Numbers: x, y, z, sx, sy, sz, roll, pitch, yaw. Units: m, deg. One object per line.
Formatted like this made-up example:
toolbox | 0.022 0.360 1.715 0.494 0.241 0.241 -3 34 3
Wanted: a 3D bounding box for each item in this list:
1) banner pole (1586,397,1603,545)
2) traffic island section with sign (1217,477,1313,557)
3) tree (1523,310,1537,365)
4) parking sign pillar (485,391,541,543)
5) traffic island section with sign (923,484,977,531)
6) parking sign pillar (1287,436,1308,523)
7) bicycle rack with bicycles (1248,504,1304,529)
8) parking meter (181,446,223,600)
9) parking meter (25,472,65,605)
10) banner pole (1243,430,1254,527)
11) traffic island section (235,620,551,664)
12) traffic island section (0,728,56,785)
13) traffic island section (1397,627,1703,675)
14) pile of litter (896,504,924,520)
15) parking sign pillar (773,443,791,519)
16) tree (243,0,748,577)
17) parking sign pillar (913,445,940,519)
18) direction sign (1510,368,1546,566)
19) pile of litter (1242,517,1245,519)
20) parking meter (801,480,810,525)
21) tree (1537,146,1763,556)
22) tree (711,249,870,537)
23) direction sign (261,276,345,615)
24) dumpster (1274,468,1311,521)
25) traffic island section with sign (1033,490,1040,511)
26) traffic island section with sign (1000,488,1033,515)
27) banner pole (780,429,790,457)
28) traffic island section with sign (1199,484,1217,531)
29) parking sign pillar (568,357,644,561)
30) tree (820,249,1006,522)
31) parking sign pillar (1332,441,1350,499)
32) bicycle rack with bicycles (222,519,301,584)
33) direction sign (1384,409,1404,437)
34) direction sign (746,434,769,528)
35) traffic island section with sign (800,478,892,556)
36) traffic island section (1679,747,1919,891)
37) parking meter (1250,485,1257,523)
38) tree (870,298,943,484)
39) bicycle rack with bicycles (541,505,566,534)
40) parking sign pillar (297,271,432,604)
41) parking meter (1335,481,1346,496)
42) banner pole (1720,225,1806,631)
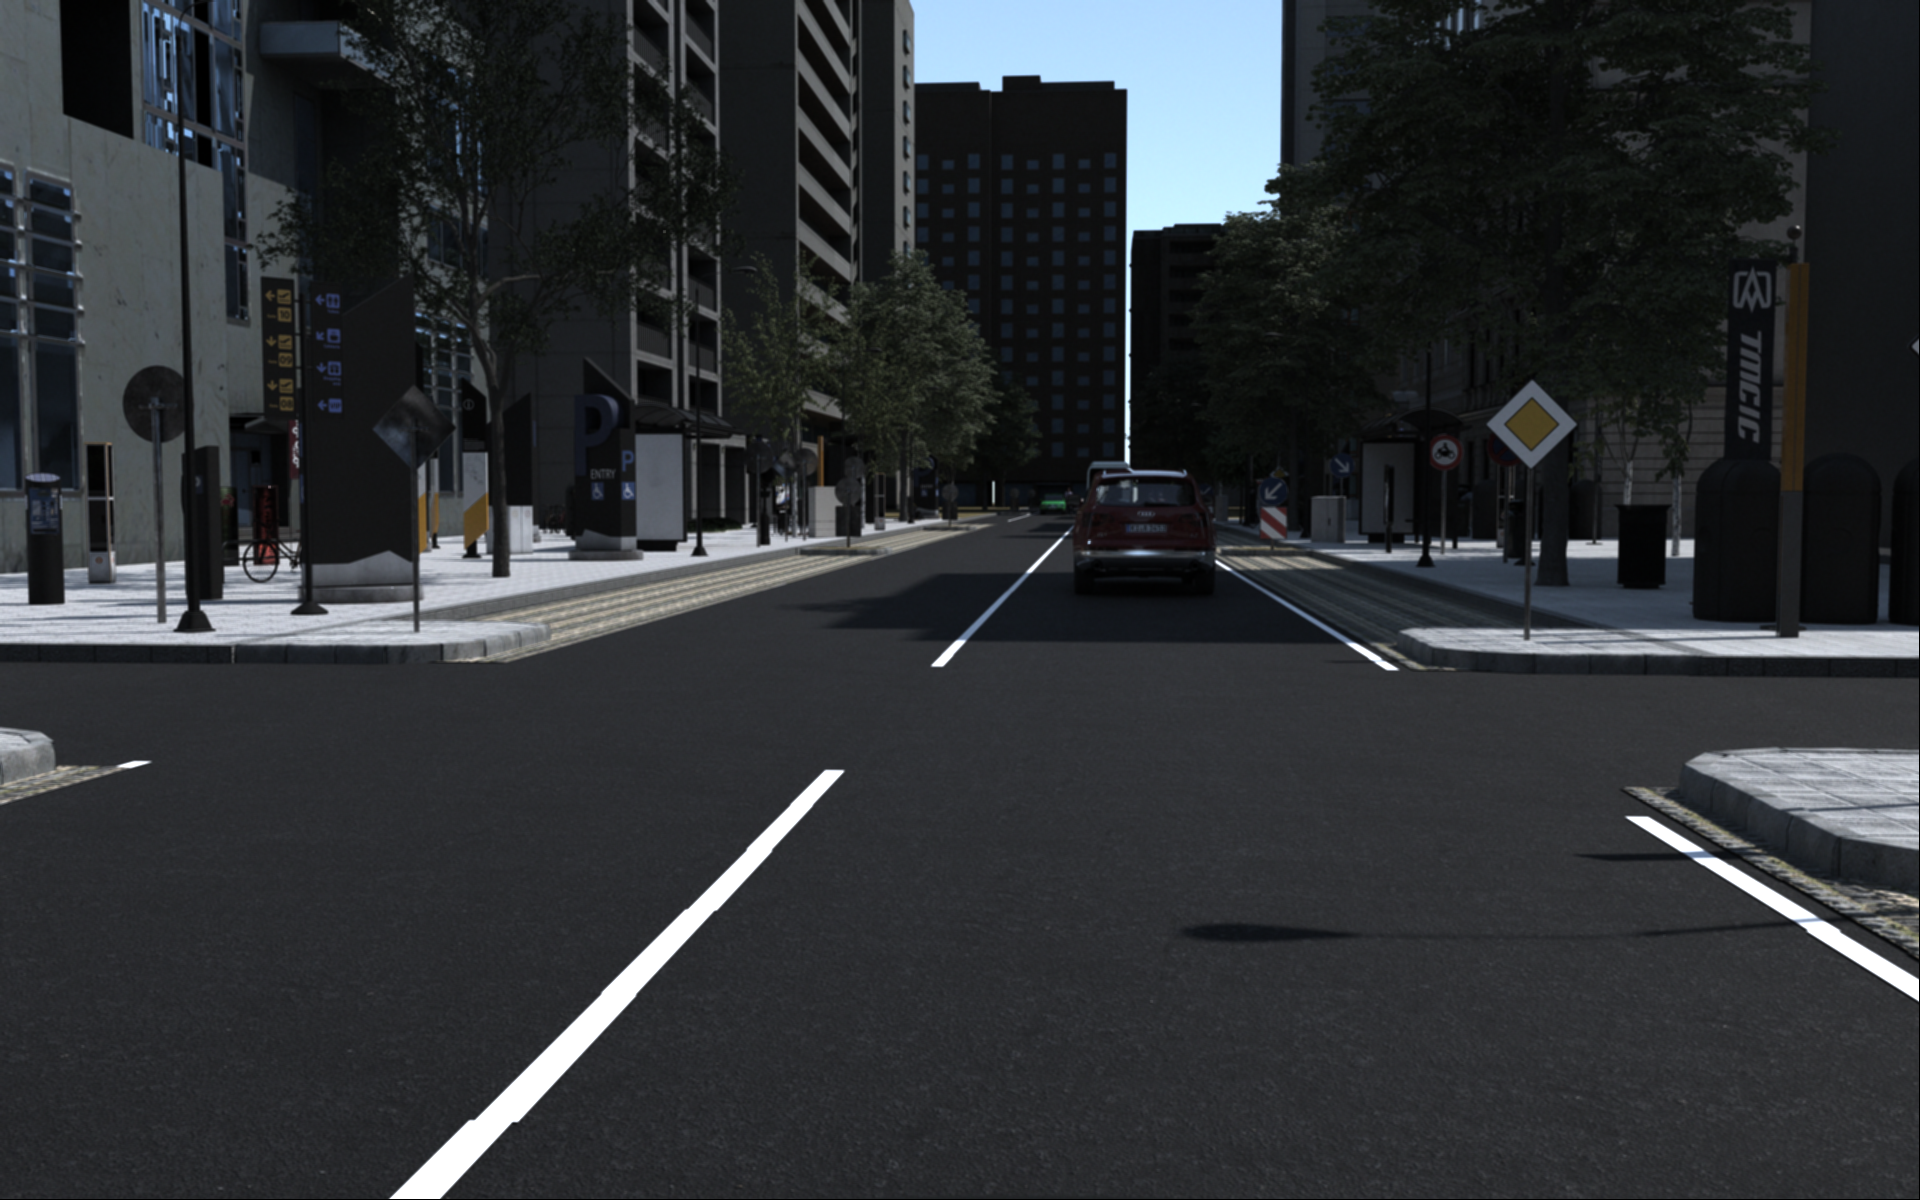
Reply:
banner pole | 16.134 -3.289 43.798 0.401 3.779 0.863 0 4 8
traffic island section with sign | 7.113 -1.940 40.348 1.989 1.847 2.006 0 4 5
tree | 15.324 -5.475 39.872 4.737 8.622 4.395 0 3 0
parking sign pillar | -11.869 -3.511 45.878 1.447 3.967 1.447 1 4 10
traffic island section with sign | -0.356 -3.638 68.103 1.989 1.847 2.006 0 4 5
parking sign pillar | 14.887 -5.346 75.871 1.447 3.967 1.447 0 4 -3
bicycle rack with bicycles | 12.291 -3.082 63.768 2.852 0.926 2.925 -1 4 -20
parking meter | -9.211 -0.938 21.039 0.399 1.863 0.255 1 4 14
parking meter | -10.658 -0.719 20.169 0.372 1.533 0.369 0 3 0
banner pole | 11.286 -4.725 67.274 0.401 3.779 0.863 0 4 -4
traffic island section | -5.058 0.380 16.061 2.009 0.180 2.903 0 4 5
traffic island section | -5.725 0.867 8.104 2.009 0.180 2.903 0 4 5
traffic island section | 4.997 0.432 15.216 2.009 0.180 2.903 0 4 5
pile of litter | -2.545 -4.457 86.840 1.719 0.858 1.176 -1 4 -16
parking sign pillar | -9.327 -6.131 88.709 1.447 3.967 1.447 0 4 -5
tree | -6.983 -5.649 26.779 8.767 10.594 7.601 1 4 14
parking sign pillar | -1.770 -6.165 89.272 1.447 3.967 1.447 1 4 23
direction sign | 10.175 -2.392 31.100 0.876 3.537 0.379 -2 4 -31
pile of litter | 14.993 -4.498 87.505 1.176 0.858 1.719 -1 4 -22
parking meter | -6.410 -4.051 71.946 0.255 1.863 0.399 1 4 16
tree | 14.530 -5.207 35.499 4.737 8.622 4.395 0 3 0
tree | -5.156 -6.174 51.314 4.737 8.622 4.395 0 3 0
direction sign | -6.958 -1.616 18.419 0.379 3.537 0.876 3 5 43
dumpster | 12.564 -3.898 66.230 1.502 2.255 1.985 0 4 5
traffic island section with sign | 6.055 -8.318 144.626 1.989 1.847 2.006 0 4 5
traffic island section with sign | 3.769 -6.655 117.440 1.989 1.847 2.006 0 4 5
banner pole | -6.744 -4.673 66.422 0.401 3.779 0.863 -3 4 -36
traffic island section with sign | 9.364 -3.583 67.210 1.989 1.847 2.006 0 4 5
parking sign pillar | -6.916 -2.767 33.719 1.447 3.967 1.447 3 4 36
tree | -2.628 -9.907 80.106 7.486 12.596 7.792 0 3 0
parking sign pillar | 19.209 -6.047 87.333 1.447 3.967 1.447 2 4 34
bicycle rack with bicycles | -9.216 -0.730 25.313 2.852 0.926 2.925 1 4 20
direction sign | 11.664 -3.342 46.637 0.876 3.537 0.379 -3 5 -40
direction sign | -7.836 -4.526 65.999 0.876 3.537 0.379 3 5 40
traffic island section with sign | -2.642 -1.975 40.925 1.989 1.847 2.006 0 4 5
traffic island section | 4.331 0.919 7.259 2.009 0.180 2.903 0 4 5
parking meter | 12.878 -4.329 76.487 0.399 1.863 0.255 0 4 1
tree | -3.363 -6.963 64.205 4.737 8.622 4.395 0 3 0
bicycle rack with bicycles | -13.871 -2.669 57.024 2.852 0.926 2.925 0 4 6
parking sign pillar | -7.225 -1.977 20.789 1.447 3.967 1.447 -3 5 -39
parking meter | 16.701 -4.302 76.053 0.399 1.863 0.255 -2 4 -25
banner pole | 7.547 -1.604 16.237 0.863 3.779 0.401 0 4 -5
